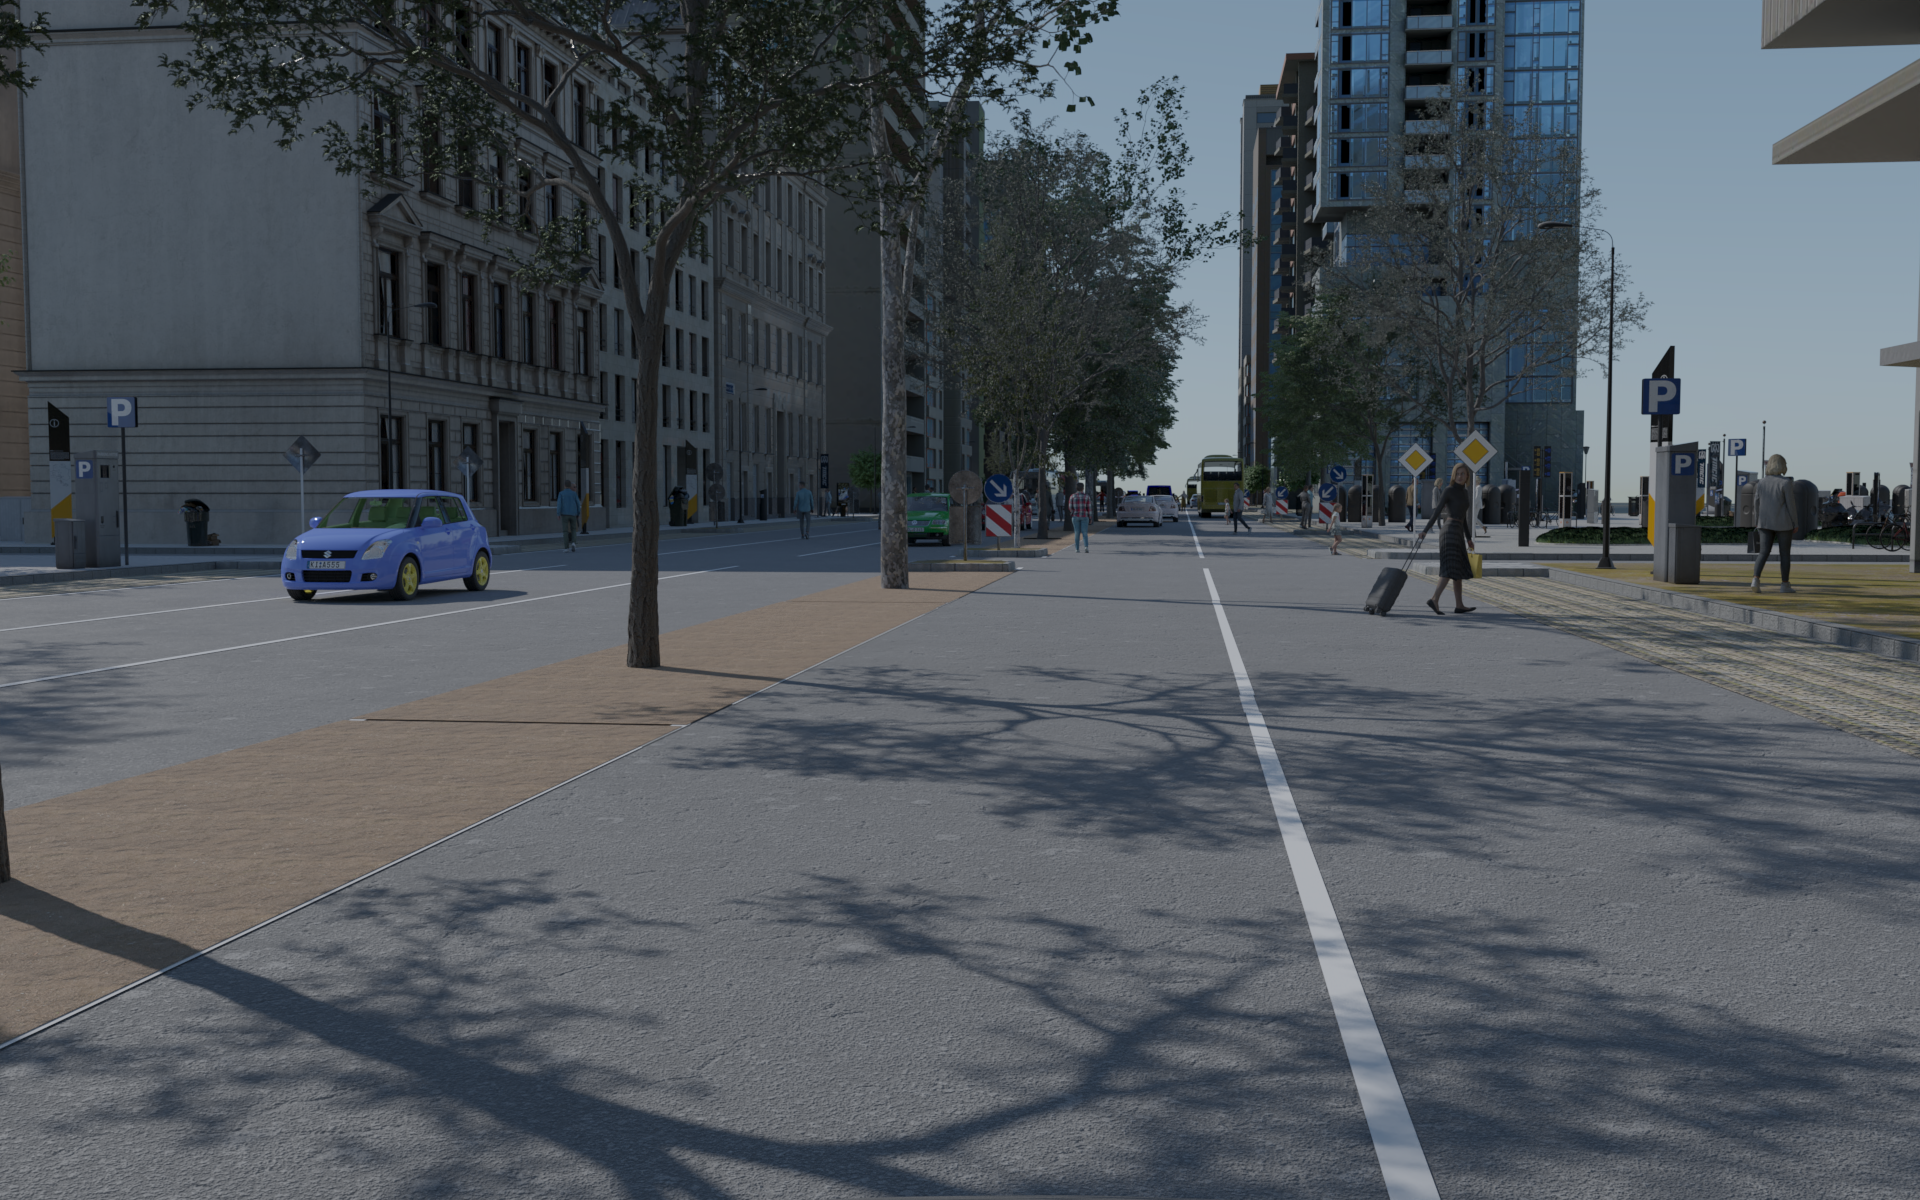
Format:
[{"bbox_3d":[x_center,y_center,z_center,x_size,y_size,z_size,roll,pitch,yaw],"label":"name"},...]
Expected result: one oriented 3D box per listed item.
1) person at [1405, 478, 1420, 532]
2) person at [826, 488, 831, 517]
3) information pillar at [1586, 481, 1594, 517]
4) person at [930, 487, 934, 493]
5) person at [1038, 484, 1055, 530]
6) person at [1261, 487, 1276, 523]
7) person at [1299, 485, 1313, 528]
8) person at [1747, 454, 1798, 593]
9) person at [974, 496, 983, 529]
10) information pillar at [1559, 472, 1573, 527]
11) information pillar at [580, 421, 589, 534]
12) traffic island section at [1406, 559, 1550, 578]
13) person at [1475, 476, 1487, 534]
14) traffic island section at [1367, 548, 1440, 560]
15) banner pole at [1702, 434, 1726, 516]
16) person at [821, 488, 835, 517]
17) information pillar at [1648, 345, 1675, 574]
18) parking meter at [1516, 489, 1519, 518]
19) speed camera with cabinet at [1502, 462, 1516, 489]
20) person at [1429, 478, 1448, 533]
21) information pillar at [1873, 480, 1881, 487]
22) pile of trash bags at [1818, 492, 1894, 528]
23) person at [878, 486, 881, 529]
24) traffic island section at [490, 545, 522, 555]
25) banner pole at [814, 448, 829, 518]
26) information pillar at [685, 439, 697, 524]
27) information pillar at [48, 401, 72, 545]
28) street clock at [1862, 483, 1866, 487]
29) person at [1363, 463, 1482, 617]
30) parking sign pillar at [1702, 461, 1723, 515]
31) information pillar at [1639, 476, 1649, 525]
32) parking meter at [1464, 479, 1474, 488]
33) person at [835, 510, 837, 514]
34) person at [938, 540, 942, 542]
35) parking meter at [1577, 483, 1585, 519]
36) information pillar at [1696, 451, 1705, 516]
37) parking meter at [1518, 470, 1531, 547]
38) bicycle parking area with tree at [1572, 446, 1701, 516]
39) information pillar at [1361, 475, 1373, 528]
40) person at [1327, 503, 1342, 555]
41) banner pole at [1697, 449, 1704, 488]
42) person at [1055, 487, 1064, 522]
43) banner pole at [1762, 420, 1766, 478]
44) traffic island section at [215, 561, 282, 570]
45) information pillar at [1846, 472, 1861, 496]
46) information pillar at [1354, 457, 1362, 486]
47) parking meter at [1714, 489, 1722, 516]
[{"bbox_3d":[15.357,-3.227,58.721,0.656,1.842,0.836,3,5,42],"label":"person"},{"bbox_3d":[-7.288,-5.383,95.863,0.330,1.601,0.589,0,4,-8],"label":"person"},{"bbox_3d":[34.731,-5.566,95.490,0.304,2.012,0.304,-1,4,-11],"label":"information pillar"},{"bbox_3d":[-1.369,-4.865,88.319,0.850,1.792,0.678,0,4,3],"label":"person"},{"bbox_3d":[3.421,-3.656,68.383,0.694,1.812,0.767,1,4,15],"label":"person"},{"bbox_3d":[14.942,-4.593,83.947,0.694,1.780,0.624,-1,4,-22],"label":"person"},{"bbox_3d":[14.363,-3.863,71.686,0.620,1.820,0.660,-1,4,-23],"label":"person"},{"bbox_3d":[10.513,-0.996,22.506,0.728,1.800,0.709,-2,4,-30],"label":"person"},{"bbox_3d":[0.663,-3.301,63.020,0.362,1.759,0.519,-2,4,-24],"label":"person"},{"bbox_3d":[20.261,-3.270,57.963,0.304,2.012,0.304,-1,4,-11],"label":"information pillar"},{"bbox_3d":[-12.013,-3.919,55.429,0.183,3.616,0.504,-2,4,-33],"label":"information pillar"},{"bbox_3d":[9.312,-0.550,31.273,2.009,0.180,2.903,0,4,7],"label":"traffic island section"},{"bbox_3d":[16.152,-2.939,53.980,0.818,1.842,0.514,-1,4,-14],"label":"person"},{"bbox_3d":[10.321,-1.034,39.194,2.009,0.180,2.903,0,4,7],"label":"traffic island section"},{"bbox_3d":[31.466,-5.008,71.894,0.863,3.779,0.401,0,4,-7],"label":"banner pole"},{"bbox_3d":[-7.484,-5.620,98.024,0.850,1.850,0.679,-1,4,-9],"label":"person"},{"bbox_3d":[11.179,-2.217,27.602,0.183,3.616,0.504,-1,4,-12],"label":"information pillar"},{"bbox_3d":[27.064,-4.651,84.457,0.372,1.533,0.369,0,3,0],"label":"parking meter"},{"bbox_3d":[33.932,-6.818,105.810,0.660,3.252,2.038,-1,4,-17],"label":"speed camera with cabinet"},{"bbox_3d":[15.593,-3.070,56.418,0.728,1.800,0.709,3,5,43],"label":"person"},{"bbox_3d":[46.187,-5.065,87.311,0.304,2.012,0.304,3,5,40],"label":"information pillar"},{"bbox_3d":[27.514,-2.717,54.177,1.912,1.369,3.447,-1,4,-23],"label":"pile of trash bags"},{"bbox_3d":[-3.076,-3.761,70.170,0.511,1.800,0.466,1,4,21],"label":"person"},{"bbox_3d":[-11.940,-1.208,42.025,2.009,0.180,2.903,0,4,7],"label":"traffic island section"},{"bbox_3d":[-7.558,-6.403,94.710,0.863,3.779,0.401,1,4,12],"label":"banner pole"},{"bbox_3d":[-11.528,-5.067,74.201,0.504,3.616,0.183,-2,4,-29],"label":"information pillar"},{"bbox_3d":[-22.656,-3.194,43.584,0.504,3.616,0.183,-2,4,-26],"label":"information pillar"},{"bbox_3d":[56.834,-6.381,108.903,0.358,2.002,0.471,2,4,28],"label":"street clock"},{"bbox_3d":[5.549,-0.728,20.623,1.509,1.804,0.699,-1,4,-9],"label":"person"},{"bbox_3d":[47.431,-7.361,108.830,1.447,3.967,1.447,0,4,-4],"label":"parking sign pillar"},{"bbox_3d":[28.153,-4.084,71.262,0.304,2.012,0.304,0,4,6],"label":"information pillar"},{"bbox_3d":[16.913,-3.174,57.614,0.255,1.863,0.399,2,4,29],"label":"parking meter"},{"bbox_3d":[-7.561,-6.396,110.586,0.622,1.834,0.822,-3,4,-39],"label":"person"},{"bbox_3d":[-0.572,-2.360,51.776,0.332,1.250,0.352,2,4,33],"label":"person"},{"bbox_3d":[31.906,-5.095,89.012,0.255,1.863,0.399,-1,4,-9],"label":"parking meter"},{"bbox_3d":[38.363,-6.017,89.734,0.183,3.616,0.504,-2,4,-30],"label":"information pillar"},{"bbox_3d":[13.776,-2.237,42.279,0.255,1.863,0.399,1,4,18],"label":"parking meter"},{"bbox_3d":[40.139,-7.122,103.446,8.231,4.147,9.016,2,4,30],"label":"bicycle parking area with tree"},{"bbox_3d":[15.424,-3.737,65.592,0.304,2.012,0.304,-2,4,-26],"label":"information pillar"},{"bbox_3d":[8.783,-1.663,40.705,0.382,1.210,0.505,0,4,3],"label":"person"},{"bbox_3d":[36.314,-5.779,84.498,0.401,3.779,0.863,-2,4,-27],"label":"banner pole"},{"bbox_3d":[5.003,-4.827,87.604,0.537,1.800,0.526,-2,4,-30],"label":"person"},{"bbox_3d":[27.173,-4.197,58.642,0.401,3.779,0.863,2,4,27],"label":"banner pole"},{"bbox_3d":[-12.949,-0.723,34.104,2.009,0.180,2.903,0,4,7],"label":"traffic island section"},{"bbox_3d":[29.607,-3.240,57.459,0.304,2.012,0.304,-1,4,-16],"label":"information pillar"},{"bbox_3d":[24.139,-6.953,105.040,0.183,3.616,0.504,-3,5,-39],"label":"information pillar"},{"bbox_3d":[34.777,-4.339,79.351,0.372,1.533,0.369,0,3,0],"label":"parking meter"}]
